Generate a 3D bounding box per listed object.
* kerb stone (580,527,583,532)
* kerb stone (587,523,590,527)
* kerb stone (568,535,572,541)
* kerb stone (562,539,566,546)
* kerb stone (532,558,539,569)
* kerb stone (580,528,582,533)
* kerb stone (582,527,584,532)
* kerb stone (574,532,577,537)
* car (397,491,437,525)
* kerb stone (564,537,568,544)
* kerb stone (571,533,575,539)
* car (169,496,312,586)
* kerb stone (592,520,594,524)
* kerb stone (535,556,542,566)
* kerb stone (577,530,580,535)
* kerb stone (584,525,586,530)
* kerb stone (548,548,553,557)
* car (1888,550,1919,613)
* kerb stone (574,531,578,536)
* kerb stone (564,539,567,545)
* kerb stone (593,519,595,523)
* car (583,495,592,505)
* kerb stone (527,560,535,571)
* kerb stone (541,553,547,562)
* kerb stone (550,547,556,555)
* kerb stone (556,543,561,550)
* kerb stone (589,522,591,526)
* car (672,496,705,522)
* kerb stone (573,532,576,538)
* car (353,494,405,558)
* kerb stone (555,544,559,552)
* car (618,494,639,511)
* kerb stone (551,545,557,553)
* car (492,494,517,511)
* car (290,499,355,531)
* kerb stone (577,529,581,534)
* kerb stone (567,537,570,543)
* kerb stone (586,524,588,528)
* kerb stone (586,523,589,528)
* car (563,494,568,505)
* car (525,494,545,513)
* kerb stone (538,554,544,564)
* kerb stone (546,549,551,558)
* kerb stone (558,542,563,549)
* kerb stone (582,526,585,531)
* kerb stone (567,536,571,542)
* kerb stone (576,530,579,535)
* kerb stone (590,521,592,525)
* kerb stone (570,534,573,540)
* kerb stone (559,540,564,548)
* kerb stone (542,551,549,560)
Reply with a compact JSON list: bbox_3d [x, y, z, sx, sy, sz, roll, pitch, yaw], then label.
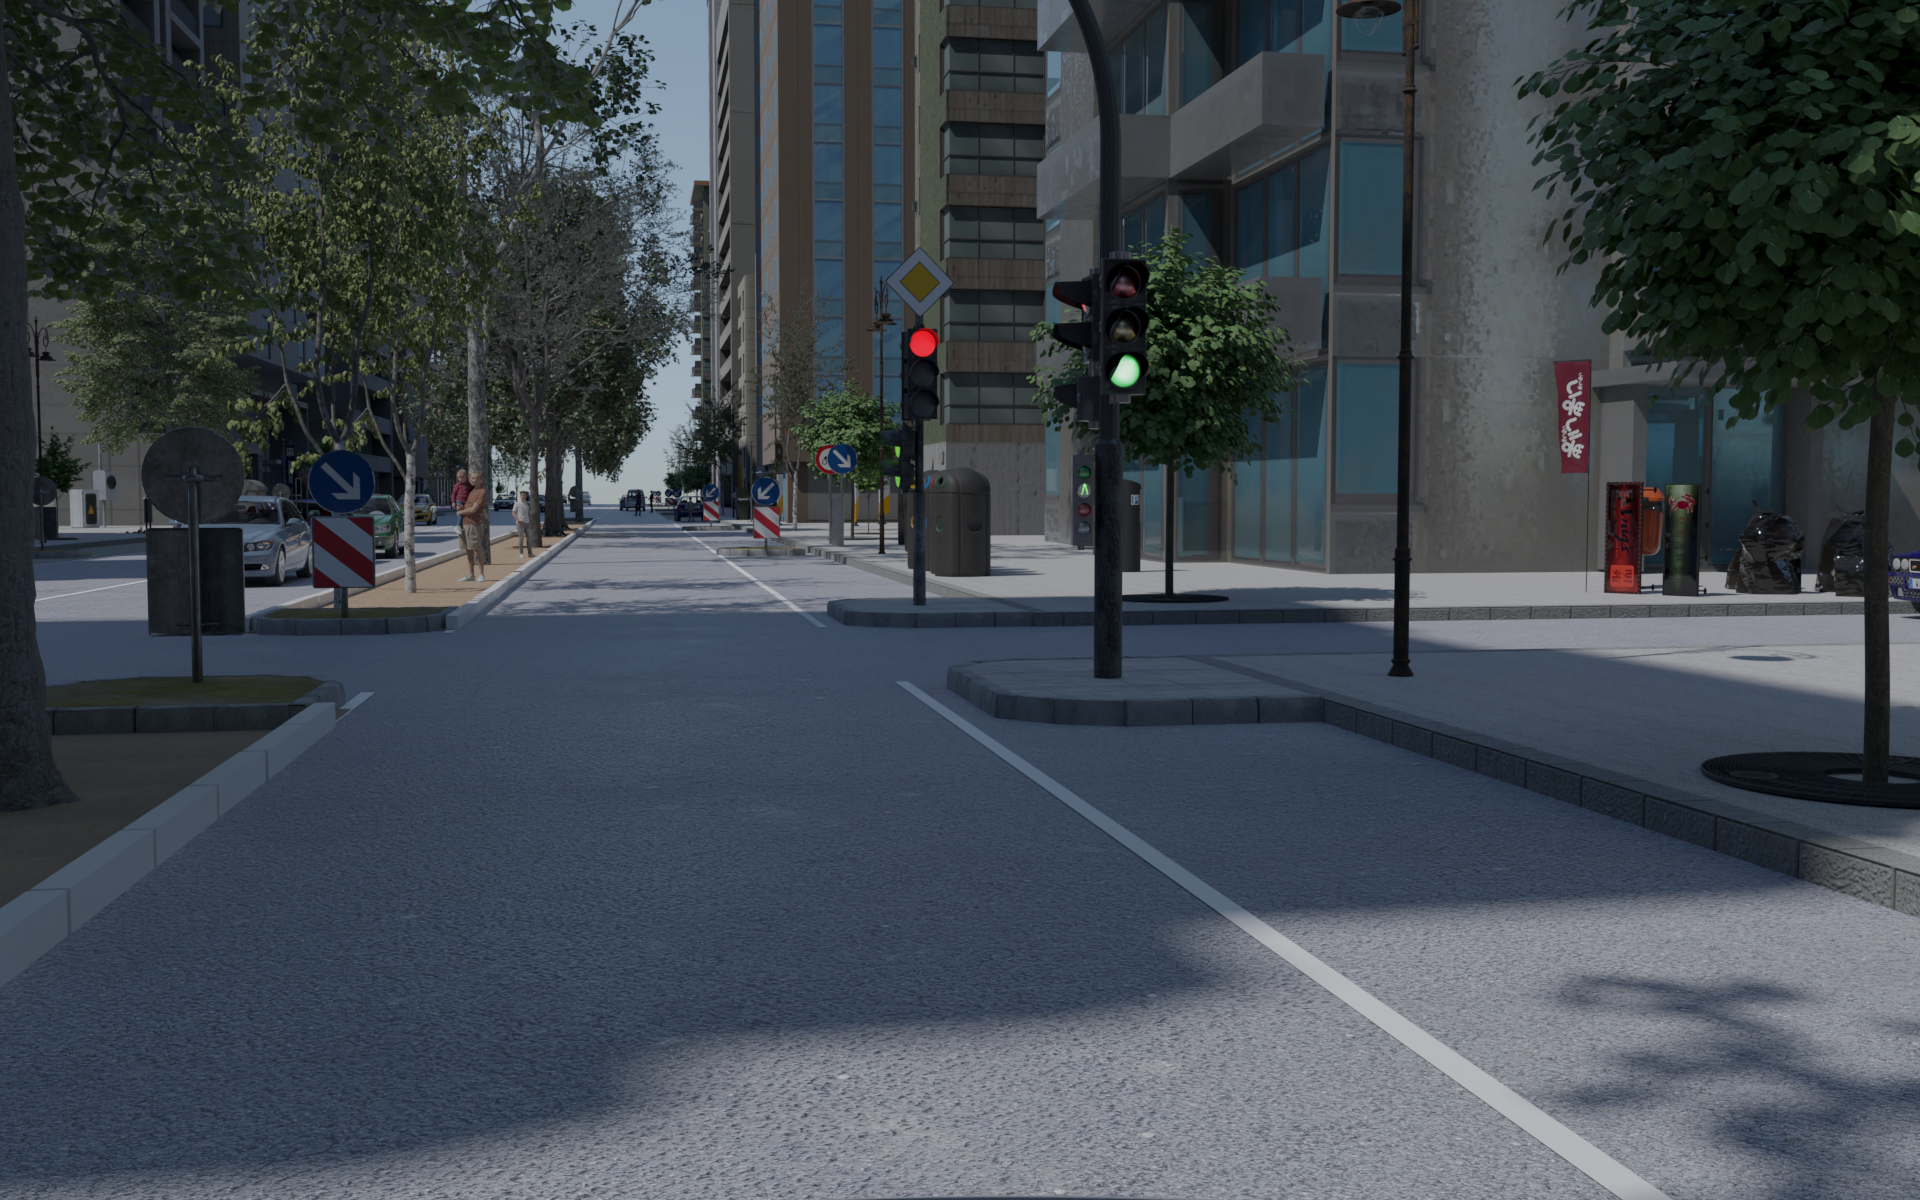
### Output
[{"bbox_3d":[-13.664,-2.437,62.033,0.120,0.150,1.000,-1,4,-11],"label":"kerb stone"},{"bbox_3d":[-15.381,-2.992,71.116,0.120,0.150,1.000,-1,4,-11],"label":"kerb stone"},{"bbox_3d":[-11.561,-1.760,50.967,0.120,0.150,1.000,-1,4,-11],"label":"kerb stone"},{"bbox_3d":[-10.595,-1.451,45.925,0.120,0.150,1.000,-1,4,-11],"label":"kerb stone"},{"bbox_3d":[-8.119,-0.649,32.813,0.120,0.150,1.000,-1,4,-11],"label":"kerb stone"},{"bbox_3d":[-13.473,-2.373,61.028,0.120,0.150,1.000,-1,4,-11],"label":"kerb stone"},{"bbox_3d":[-13.856,-2.499,63.046,0.120,0.150,1.000,-1,4,-11],"label":"kerb stone"},{"bbox_3d":[-12.329,-2.003,54.989,0.120,0.150,1.000,-1,4,-11],"label":"kerb stone"},{"bbox_3d":[-25.217,-4.274,80.108,2.015,1.641,3.980,-1,4,-12],"label":"car"},{"bbox_3d":[-10.987,-1.574,47.934,0.120,0.150,1.000,-1,4,-11],"label":"kerb stone"},{"bbox_3d":[-11.947,-1.883,52.979,0.120,0.150,1.000,-1,4,-11],"label":"kerb stone"},{"bbox_3d":[-11.733,-0.999,28.331,2.014,1.417,4.499,-1,4,-11],"label":"car"},{"bbox_3d":[-16.726,-3.418,78.170,0.120,0.150,1.000,-1,4,-11],"label":"kerb stone"},{"bbox_3d":[-8.309,-0.711,33.818,0.120,0.150,1.000,-1,4,-11],"label":"kerb stone"},{"bbox_3d":[-12.898,-2.190,58.010,0.120,0.150,1.000,-1,4,-11],"label":"kerb stone"},{"bbox_3d":[-14.430,-2.684,66.074,0.120,0.150,1.000,-1,4,-11],"label":"kerb stone"},{"bbox_3d":[-9.264,-1.017,38.856,0.120,0.150,1.000,-1,4,-11],"label":"kerb stone"},{"bbox_3d":[12.680,-0.431,19.626,3.894,1.354,1.945,-1,4,-10],"label":"car"},{"bbox_3d":[-12.522,-2.067,55.997,0.120,0.150,1.000,-1,4,-11],"label":"kerb stone"},{"bbox_3d":[-10.800,-1.510,46.927,0.120,0.150,1.000,-1,4,-11],"label":"kerb stone"},{"bbox_3d":[-17.299,-3.608,81.187,0.120,0.150,1.000,-1,4,-11],"label":"kerb stone"},{"bbox_3d":[-49.518,-13.184,227.927,2.083,1.381,4.827,-1,4,-10],"label":"car"},{"bbox_3d":[-7.933,-0.587,31.805,0.120,0.150,1.000,-1,4,-11],"label":"kerb stone"},{"bbox_3d":[-8.691,-0.832,35.839,0.120,0.150,1.000,-1,4,-11],"label":"kerb stone"},{"bbox_3d":[-9.449,-1.081,39.872,0.120,0.150,1.000,-1,4,-11],"label":"kerb stone"},{"bbox_3d":[-10.036,-1.265,42.886,0.120,0.150,1.000,-1,4,-11],"label":"kerb stone"},{"bbox_3d":[-15.766,-3.115,73.124,0.120,0.150,1.000,-1,4,-11],"label":"kerb stone"},{"bbox_3d":[-14.243,-4.842,91.740,1.945,1.354,3.894,-1,4,-12],"label":"car"},{"bbox_3d":[-12.137,-1.944,53.985,0.120,0.150,1.000,-1,4,-11],"label":"kerb stone"},{"bbox_3d":[-13.781,-1.721,39.942,2.131,1.459,4.920,-1,4,-12],"label":"car"},{"bbox_3d":[-9.836,-1.204,41.881,0.120,0.150,1.000,-1,4,-11],"label":"kerb stone"},{"bbox_3d":[-28.908,-8.539,151.621,2.014,1.417,4.499,-1,4,-10],"label":"car"},{"bbox_3d":[-9.648,-1.142,40.876,0.120,0.150,1.000,-1,4,-11],"label":"kerb stone"},{"bbox_3d":[-38.057,-8.265,144.918,2.009,1.686,4.222,-1,4,-12],"label":"car"},{"bbox_3d":[-13.236,-1.370,34.985,1.945,1.354,3.894,-1,4,-9],"label":"car"},{"bbox_3d":[-13.086,-2.252,59.021,0.120,0.150,1.000,-1,4,-11],"label":"kerb stone"},{"bbox_3d":[-11.180,-1.636,48.938,0.120,0.150,1.000,-1,4,-11],"label":"kerb stone"},{"bbox_3d":[-15.011,-2.860,69.095,0.120,0.150,1.000,-1,4,-11],"label":"kerb stone"},{"bbox_3d":[-15.196,-2.925,70.111,0.120,0.150,1.000,-1,4,-11],"label":"kerb stone"},{"bbox_3d":[-54.553,-13.875,236.638,2.009,1.686,4.222,-1,4,-12],"label":"car"},{"bbox_3d":[-29.879,-6.864,122.010,2.009,1.686,4.222,-1,4,-13],"label":"car"},{"bbox_3d":[-8.500,-0.773,34.829,0.120,0.150,1.000,-1,4,-11],"label":"kerb stone"},{"bbox_3d":[-9.073,-0.958,37.852,0.120,0.150,1.000,-1,4,-11],"label":"kerb stone"},{"bbox_3d":[-10.221,-1.323,43.899,0.120,0.150,1.000,-1,4,-11],"label":"kerb stone"},{"bbox_3d":[-14.047,-2.558,64.061,0.120,0.150,1.000,-1,4,-11],"label":"kerb stone"},{"bbox_3d":[-11.372,-1.698,49.954,0.120,0.150,1.000,-1,4,-11],"label":"kerb stone"},{"bbox_3d":[-12.709,-2.129,57.004,0.120,0.150,1.000,-1,4,-11],"label":"kerb stone"},{"bbox_3d":[-16.151,-3.238,75.133,0.120,0.150,1.000,-1,4,-11],"label":"kerb stone"},{"bbox_3d":[-11.755,-1.818,51.971,0.120,0.150,1.000,-1,4,-11],"label":"kerb stone"},{"bbox_3d":[-10.410,-1.389,44.910,0.120,0.150,1.000,-1,4,-11],"label":"kerb stone"},{"bbox_3d":[-8.875,-0.893,36.844,0.120,0.150,1.000,-1,4,-11],"label":"kerb stone"}]
